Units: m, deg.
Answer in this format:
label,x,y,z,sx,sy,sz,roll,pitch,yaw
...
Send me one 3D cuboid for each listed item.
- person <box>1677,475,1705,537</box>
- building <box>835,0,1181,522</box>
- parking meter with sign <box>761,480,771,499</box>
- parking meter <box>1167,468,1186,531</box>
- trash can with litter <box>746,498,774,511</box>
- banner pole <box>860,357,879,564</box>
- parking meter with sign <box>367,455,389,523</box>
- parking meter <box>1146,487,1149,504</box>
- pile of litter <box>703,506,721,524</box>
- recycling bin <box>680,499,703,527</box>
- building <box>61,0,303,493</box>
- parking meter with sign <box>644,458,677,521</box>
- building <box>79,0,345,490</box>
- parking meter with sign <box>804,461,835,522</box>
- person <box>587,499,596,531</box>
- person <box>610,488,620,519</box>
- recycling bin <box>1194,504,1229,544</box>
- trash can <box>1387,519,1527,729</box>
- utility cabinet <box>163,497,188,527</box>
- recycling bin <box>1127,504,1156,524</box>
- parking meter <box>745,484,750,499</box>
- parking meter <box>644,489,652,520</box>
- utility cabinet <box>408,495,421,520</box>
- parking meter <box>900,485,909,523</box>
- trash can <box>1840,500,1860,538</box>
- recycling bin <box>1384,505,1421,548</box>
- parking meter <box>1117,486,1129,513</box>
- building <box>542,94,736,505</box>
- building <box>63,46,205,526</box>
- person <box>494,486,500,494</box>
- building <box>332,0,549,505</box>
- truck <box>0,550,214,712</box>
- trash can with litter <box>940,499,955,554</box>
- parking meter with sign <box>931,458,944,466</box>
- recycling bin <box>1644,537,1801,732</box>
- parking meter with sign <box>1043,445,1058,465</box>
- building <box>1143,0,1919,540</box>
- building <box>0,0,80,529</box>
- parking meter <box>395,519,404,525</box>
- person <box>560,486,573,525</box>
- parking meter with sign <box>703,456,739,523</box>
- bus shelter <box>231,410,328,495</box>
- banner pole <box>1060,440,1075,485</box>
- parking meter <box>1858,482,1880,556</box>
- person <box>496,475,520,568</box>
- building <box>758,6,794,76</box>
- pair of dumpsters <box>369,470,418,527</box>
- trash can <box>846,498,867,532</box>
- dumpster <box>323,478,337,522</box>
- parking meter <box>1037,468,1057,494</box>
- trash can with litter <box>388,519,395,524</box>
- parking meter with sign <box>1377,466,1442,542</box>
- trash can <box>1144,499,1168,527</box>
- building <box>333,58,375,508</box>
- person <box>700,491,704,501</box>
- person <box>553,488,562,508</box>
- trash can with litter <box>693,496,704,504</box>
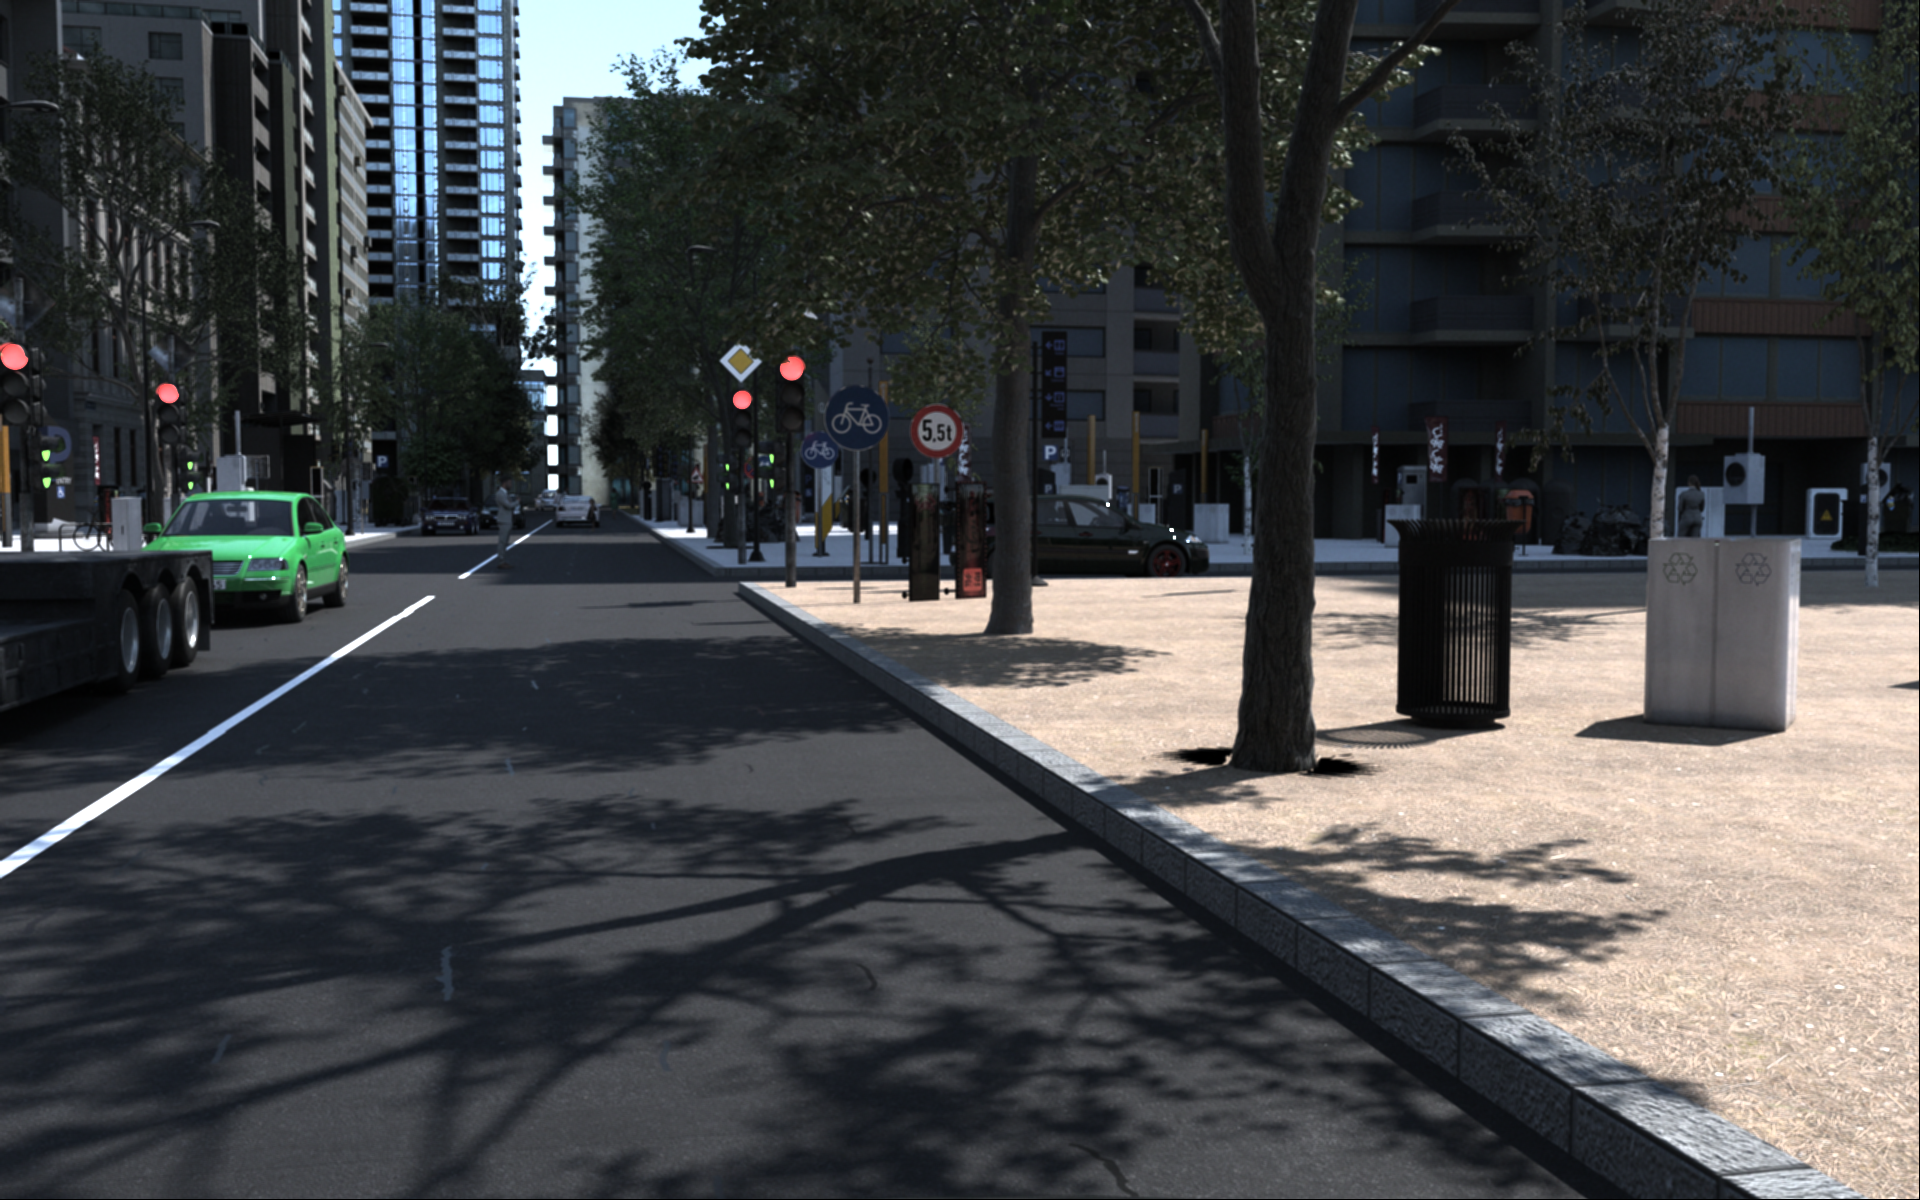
label,x,y,z,sx,sy,sz,roll,pitch,yaw
person,13.799,-1.475,32.888,0.520,1.790,0.573,-1,4,-14
building,1.963,-33.781,94.323,21.231,58.520,28.212,-1,4,-12
parking meter with sign,-10.415,-5.922,93.081,0.543,3.016,1.738,-1,4,-14
parking meter,4.901,-2.055,39.306,0.399,1.863,0.255,0,4,-1
trash can with litter,-6.080,-2.518,52.558,1.055,1.170,0.624,1,4,13
banner pole,-1.650,-2.562,31.900,0.401,3.779,0.863,0,4,-4
parking meter with sign,-25.939,-4.946,77.133,0.543,3.016,1.738,0,4,-2
parking meter,6.479,-3.064,58.515,0.372,1.533,0.369,0,3,0
pile of litter,-10.115,-3.635,73.400,1.719,0.858,1.176,3,4,38
recycling bin,-10.605,-3.416,68.410,0.722,1.027,0.722,1,4,14
building,-48.981,-20.447,106.012,14.160,30.474,14.107,-1,4,-12
parking meter with sign,-14.272,-5.335,83.488,1.738,3.016,0.543,0,4,7
building,-51.238,-26.666,119.589,14.154,41.232,14.086,-1,4,-12
parking meter with sign,-6.505,-5.174,80.858,1.738,3.016,0.543,3,5,44
person,-14.169,-3.266,66.565,0.373,1.253,0.362,-1,4,-14
person,-20.069,-5.610,100.477,0.600,1.795,0.529,0,4,3
recycling bin,6.557,-1.994,45.151,0.722,1.027,0.722,2,4,31
trash can,2.748,0.124,9.630,0.748,1.137,0.748,0,3,0
utility cabinet,-15.437,-1.447,34.824,1.020,1.237,0.306,0,4,-2
recycling bin,4.740,-2.001,45.266,0.722,1.027,0.722,1,4,8
parking meter,-12.159,-5.709,99.056,0.255,1.863,0.399,-1,4,-9
parking meter,-15.421,-4.716,85.522,0.372,1.533,0.369,0,3,0
utility cabinet,-31.142,-5.336,98.406,1.020,1.237,0.306,1,4,16
parking meter,-1.218,-1.970,40.625,0.372,1.533,0.369,0,3,0
trash can,21.796,-1.864,42.125,0.748,1.137,0.748,0,3,0
recycling bin,10.588,-1.766,41.432,0.722,1.027,0.722,2,4,25
parking meter,4.857,-2.642,51.603,0.372,1.533,0.369,0,3,0
building,-34.685,-36.116,210.110,30.456,49.044,23.786,-1,4,-12
building,-41.595,-14.716,76.760,11.583,22.565,21.152,-1,4,-12
person,-22.167,-4.549,83.053,0.511,1.800,0.466,0,4,-6
building,-64.646,-54.402,202.140,31.000,86.520,22.319,-1,4,-12
truck,-5.663,-0.977,5.733,2.967,4.110,18.799,-1,4,-13
trash can with litter,0.017,-1.567,37.015,1.055,1.170,0.624,-3,5,-39
parking meter with sign,-1.052,-4.917,76.661,0.543,3.016,1.738,0,4,4
recycling bin,4.301,0.171,9.765,0.722,1.027,0.722,2,4,30
parking meter with sign,3.184,-3.934,60.576,0.543,3.016,1.738,0,4,1
building,21.307,-24.748,59.259,28.867,44.769,22.147,-1,4,-12
building,-37.734,-14.150,50.411,14.314,24.678,30.058,-1,4,-12
parking meter,-23.107,-3.849,71.341,0.372,1.533,0.369,0,3,0
person,-18.459,-4.415,80.963,0.850,1.792,0.678,0,4,8
parking meter with sign,-10.717,-5.042,78.695,1.738,3.016,0.543,-2,4,-26
bus shelter,-20.054,-3.670,51.290,1.731,3.624,6.357,-1,4,-12
banner pole,5.041,-5.525,80.353,0.863,3.779,0.401,0,3,0
parking meter,18.892,-1.687,35.992,0.372,1.533,0.369,0,3,0
person,-8.728,-1.516,33.473,0.466,1.800,0.511,-1,4,-15
building,-6.949,-32.942,158.206,23.786,49.044,30.456,-1,4,-12
pair of dumpsters,-22.494,-4.053,68.765,1.574,2.255,4.437,-1,4,-12
trash can,-3.625,-3.040,61.360,0.748,1.137,0.748,0,3,0
dumpster,-21.196,-3.119,56.746,1.264,1.857,1.865,-1,4,-12
parking meter,1.957,-2.047,39.179,0.399,1.863,0.255,-1,4,-22
trash can with litter,-23.883,-3.784,73.262,1.055,1.170,0.624,2,4,31
parking meter with sign,12.175,-3.089,46.768,1.738,3.016,0.543,0,4,-4
trash can,5.642,-2.318,49.551,0.748,1.137,0.748,0,3,0
building,-62.992,-27.810,146.569,23.993,40.220,32.217,-1,4,-12
person,-27.796,-10.923,187.228,0.705,1.807,1.348,-3,4,-38
person,-21.485,-5.146,93.312,0.731,1.740,0.598,-2,4,-35
trash can with litter,-13.296,-4.577,86.220,1.055,1.170,0.624,-3,4,-38
